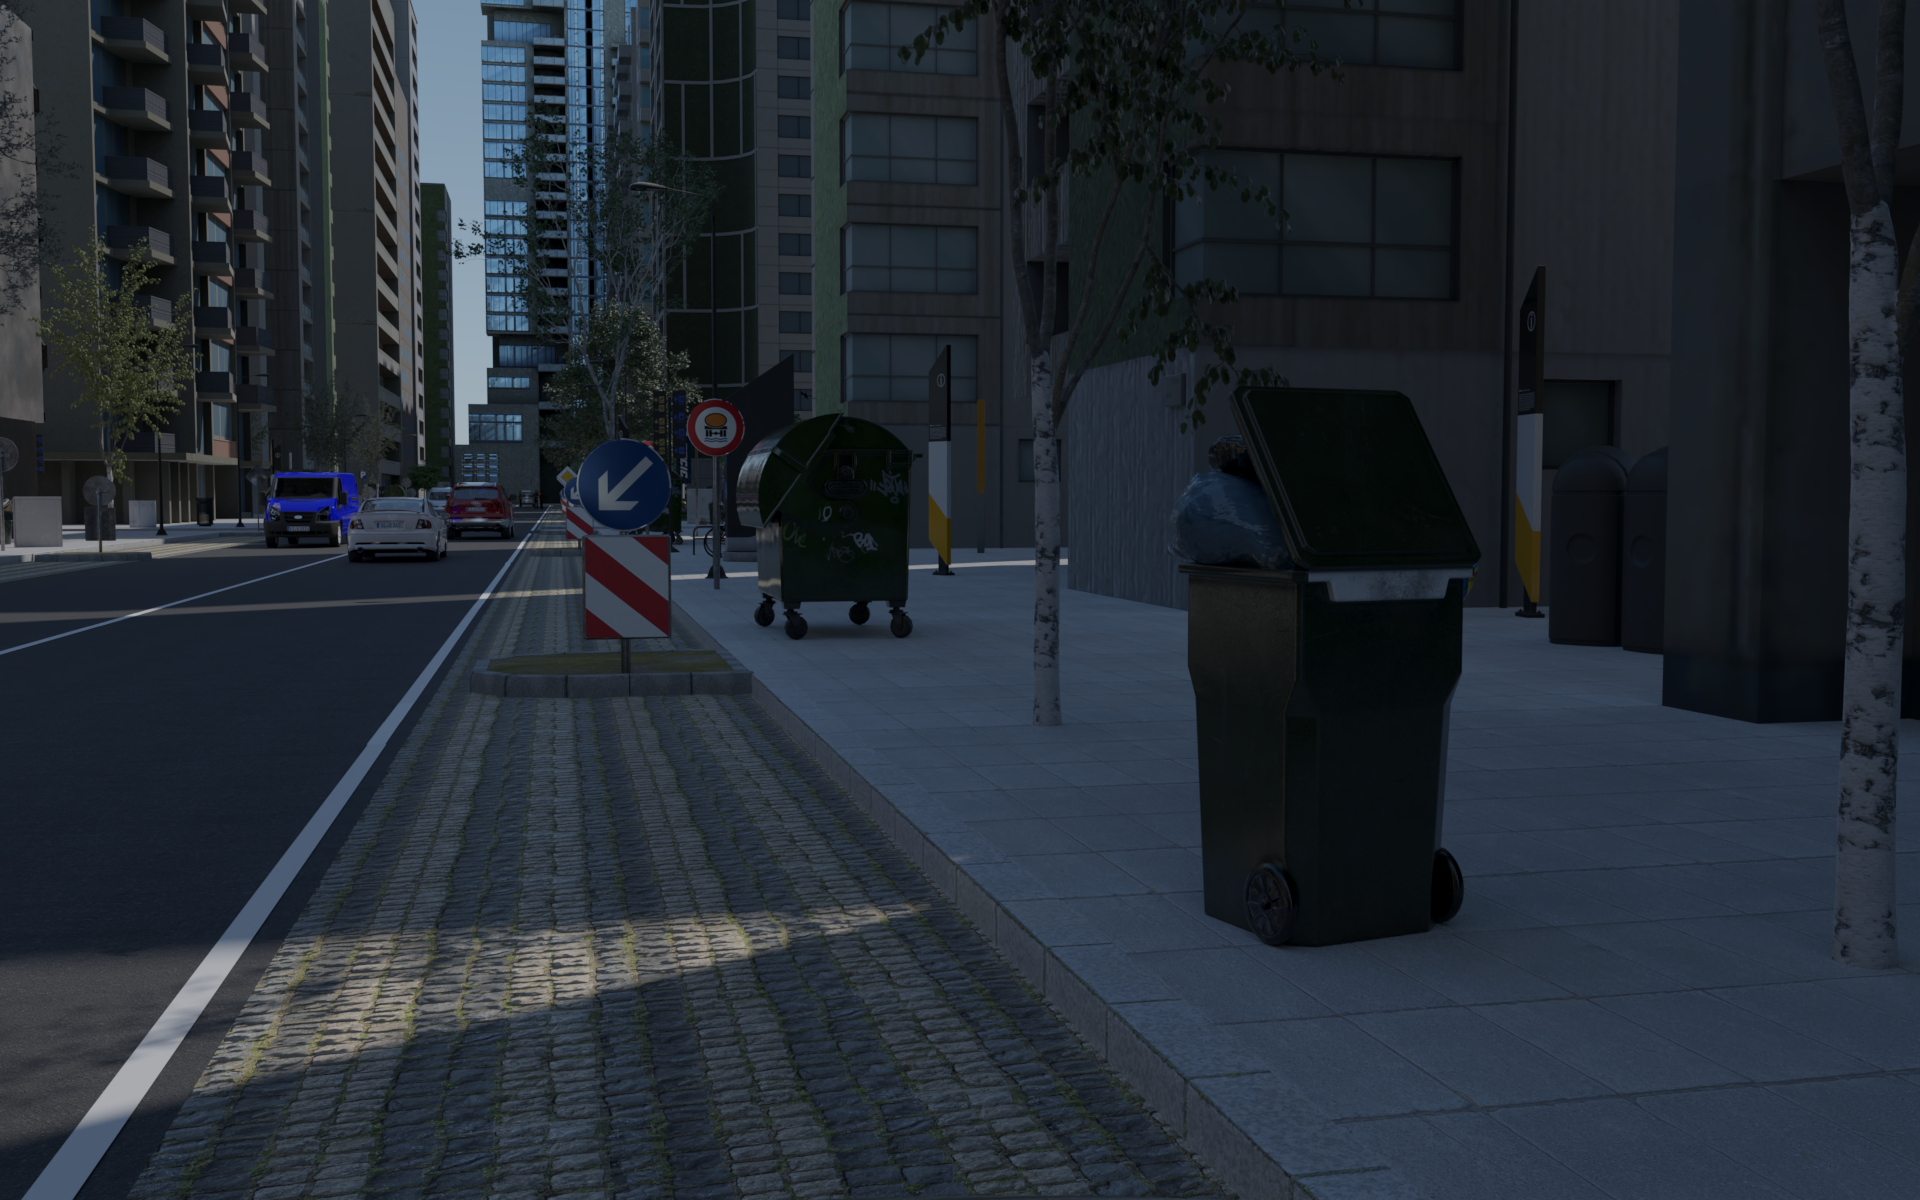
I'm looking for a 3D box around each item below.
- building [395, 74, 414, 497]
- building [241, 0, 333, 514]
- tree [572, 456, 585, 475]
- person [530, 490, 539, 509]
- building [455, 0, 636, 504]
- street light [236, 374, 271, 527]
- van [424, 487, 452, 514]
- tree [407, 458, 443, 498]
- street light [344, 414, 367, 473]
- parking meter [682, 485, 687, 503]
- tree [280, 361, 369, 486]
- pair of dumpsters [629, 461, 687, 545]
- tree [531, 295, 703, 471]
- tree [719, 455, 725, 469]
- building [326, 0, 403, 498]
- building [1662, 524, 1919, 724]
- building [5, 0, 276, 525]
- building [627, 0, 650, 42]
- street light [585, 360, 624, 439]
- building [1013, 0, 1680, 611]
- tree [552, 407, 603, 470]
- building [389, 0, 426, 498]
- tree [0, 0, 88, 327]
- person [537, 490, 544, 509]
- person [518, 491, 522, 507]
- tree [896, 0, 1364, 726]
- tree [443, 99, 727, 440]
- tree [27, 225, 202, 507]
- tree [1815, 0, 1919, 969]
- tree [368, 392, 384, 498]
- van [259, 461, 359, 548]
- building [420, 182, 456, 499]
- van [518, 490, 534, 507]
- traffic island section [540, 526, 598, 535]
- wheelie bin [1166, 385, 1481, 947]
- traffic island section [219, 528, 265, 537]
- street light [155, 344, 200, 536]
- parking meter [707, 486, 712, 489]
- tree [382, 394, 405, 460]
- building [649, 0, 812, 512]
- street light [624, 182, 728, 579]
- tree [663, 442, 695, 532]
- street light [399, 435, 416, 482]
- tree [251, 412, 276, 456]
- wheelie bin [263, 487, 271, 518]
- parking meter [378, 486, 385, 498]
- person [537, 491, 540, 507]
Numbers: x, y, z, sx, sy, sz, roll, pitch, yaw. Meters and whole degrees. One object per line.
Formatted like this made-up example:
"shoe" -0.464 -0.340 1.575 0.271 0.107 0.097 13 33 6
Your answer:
"building" -64.736 -32.383 179.574 14.600 45.320 14.200 -1 4 -13
"building" -49.226 -26.266 113.045 14.154 41.232 14.086 -1 4 -13
"tree" -26.682 -8.662 125.345 4.285 4.588 4.351 0 3 0
"person" -40.967 -9.712 167.427 1.348 1.807 0.705 -3 5 -40
"building" -52.640 -56.475 236.038 31.000 86.520 22.319 -1 4 -13
"street light" -27.258 -5.765 66.802 1.470 5.913 1.316 -1 4 -13
"van" -31.471 -5.998 105.080 2.013 2.044 4.112 -1 4 -14
"tree" -49.397 -10.780 159.968 4.285 4.588 4.351 0 3 0
"street light" -35.210 -7.844 100.788 1.470 5.913 1.316 -1 4 -13
"parking meter" -17.288 -6.300 108.723 0.255 1.863 0.399 -1 4 -15
"tree" -35.146 -8.865 95.312 4.360 8.622 3.978 0 3 0
"pair of dumpsters" -8.060 -2.633 45.544 1.574 2.255 4.437 -1 4 -13
"tree" -19.638 -11.169 99.619 9.611 12.733 9.660 0 3 0
"tree" -6.160 -4.409 55.798 4.285 4.588 4.351 0 3 0
"building" -59.670 -31.988 146.704 21.300 48.544 21.600 -1 4 -13
"building" 16.996 -23.089 1.199 21.300 48.544 21.600 -1 4 -13
"building" -46.003 -26.188 82.800 22.147 44.769 28.867 -1 4 -13
"building" -22.665 -33.793 172.125 23.786 49.044 30.456 -1 4 -13
"street light" -12.185 -5.373 60.384 1.470 5.913 1.316 -1 4 -13
"building" 7.822 -15.561 26.120 14.160 30.474 14.107 -1 4 -13
"tree" -31.918 -13.196 150.172 7.601 10.594 8.767 0 4 6
"building" -75.938 -39.999 195.988 28.212 58.520 21.231 -1 4 -13
"tree" -20.117 -7.232 28.621 12.009 13.543 11.850 0 3 0
"person" -39.820 -9.547 164.561 0.705 1.831 1.348 1 4 13
"person" -48.730 -11.210 191.881 0.705 1.812 1.348 0 4 -1
"tree" 0.642 -3.599 9.208 4.360 8.622 3.978 0 3 0
"tree" -18.072 -13.978 84.423 12.611 20.169 13.585 0 3 0
"tree" -23.646 -6.005 48.545 4.737 8.622 4.395 0 3 0
"tree" 2.569 -3.297 4.272 4.360 8.622 3.978 0 3 0
"tree" -38.105 -9.519 106.002 4.360 8.622 3.978 0 3 0
"van" -17.971 -2.675 48.116 2.240 2.365 5.245 -1 4 -12
"building" -74.328 -33.332 228.580 14.086 41.232 14.154 -1 4 -13
"van" -49.588 -11.698 198.278 2.013 2.044 4.112 -1 4 -13
"traffic island section" -13.910 -2.407 61.630 2.009 0.180 2.903 -1 4 -13
"wheelie bin" 1.046 0.168 5.165 0.980 1.594 0.693 -2 4 -25
"traffic island section" -24.035 -2.264 59.297 2.009 0.180 2.903 -1 4 -13
"street light" -24.225 -4.961 53.646 1.470 5.913 1.316 -1 4 -13
"parking meter" -17.043 -6.849 117.691 0.399 1.863 0.255 0 3 0
"tree" -42.400 -10.696 125.237 4.360 8.622 3.978 0 3 0
"building" -14.650 -42.311 130.039 20.563 71.187 20.611 -1 4 -13
"street light" -4.236 -3.275 26.090 1.470 5.913 1.316 -1 4 -13
"tree" -9.995 -3.925 58.767 1.663 3.219 1.824 0 3 0
"street light" -43.159 -9.957 135.329 1.470 5.913 1.316 -1 4 -13
"tree" -43.703 -9.406 104.158 4.737 8.622 4.395 0 3 0
"wheelie bin" -30.065 -4.140 75.602 0.693 1.594 0.980 -2 4 -31
"parking meter" -40.996 -7.160 122.780 0.255 1.863 0.399 2 4 28
"person" -45.594 -10.867 186.852 0.551 1.740 0.621 -2 4 -32
